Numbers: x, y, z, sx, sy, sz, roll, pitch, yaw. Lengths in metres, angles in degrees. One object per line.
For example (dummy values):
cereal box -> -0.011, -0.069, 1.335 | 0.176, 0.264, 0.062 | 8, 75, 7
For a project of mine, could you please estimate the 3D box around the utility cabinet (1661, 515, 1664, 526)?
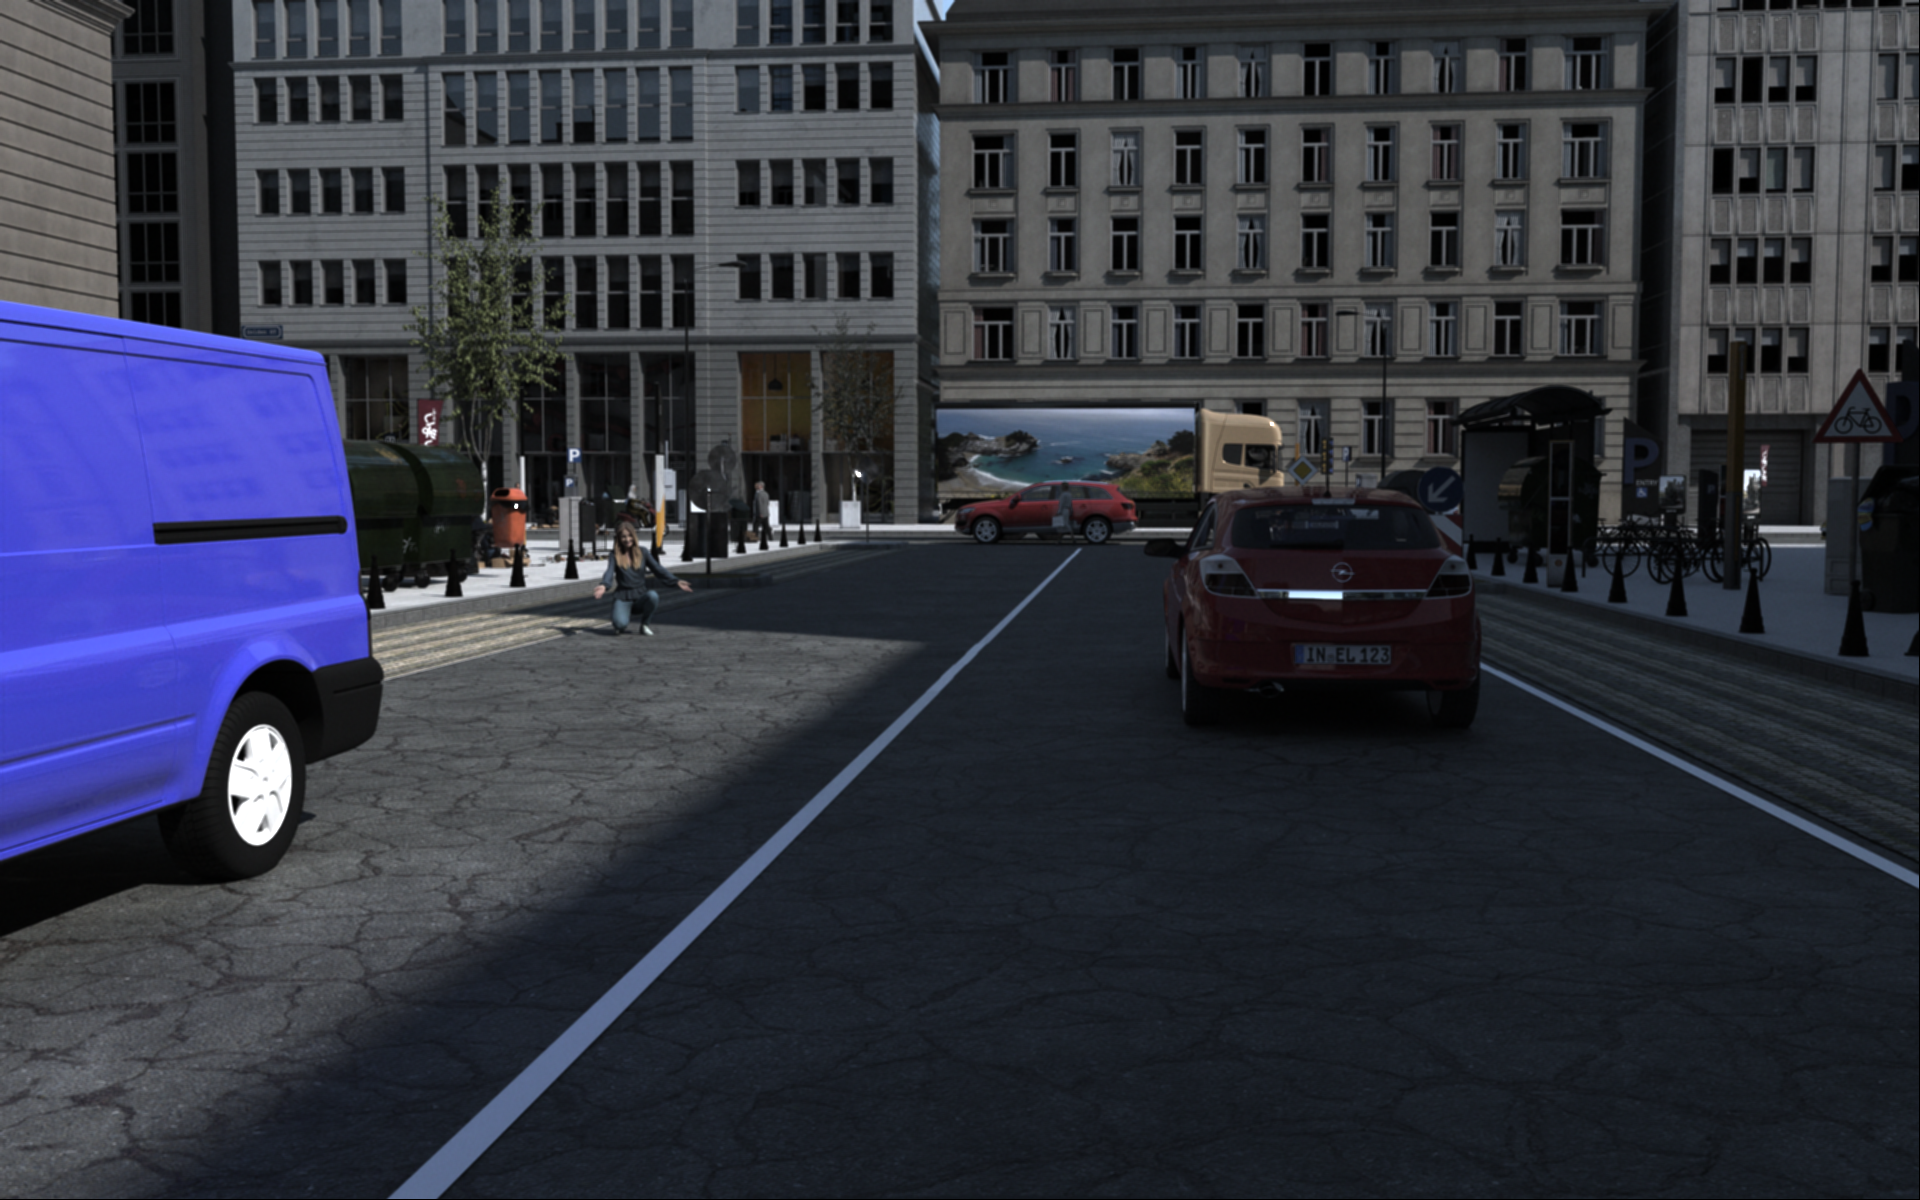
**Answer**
utility cabinet -> 24.896, -3.149, 62.641 | 1.020, 1.237, 0.306 | 0, 4, -1

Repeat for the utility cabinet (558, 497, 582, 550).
utility cabinet -> -9.012, -1.766, 40.041 | 0.306, 1.237, 1.020 | 0, 4, 2

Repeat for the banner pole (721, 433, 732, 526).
banner pole -> -9.506, -4.937, 70.742 | 0.401, 3.779, 0.863 | -3, 5, -40

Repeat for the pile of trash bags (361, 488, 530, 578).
pile of trash bags -> -8.156, -1.075, 27.323 | 3.447, 1.369, 1.912 | 2, 4, 28

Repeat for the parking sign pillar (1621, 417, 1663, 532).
parking sign pillar -> 23.597, -4.368, 59.893 | 1.447, 3.967, 1.447 | 2, 4, 24

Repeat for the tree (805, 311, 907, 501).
tree -> -4.217, -7.278, 69.358 | 4.360, 8.622, 3.978 | 0, 3, 0

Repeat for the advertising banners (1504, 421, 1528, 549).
advertising banners -> 13.091, -2.710, 40.498 | 0.090, 3.025, 2.074 | 3, 5, 41

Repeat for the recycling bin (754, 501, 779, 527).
recycling bin -> -7.502, -3.332, 67.034 | 0.722, 1.027, 0.722 | 2, 4, 28

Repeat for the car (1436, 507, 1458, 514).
car -> 13.688, -2.656, 55.422 | 4.499, 1.417, 2.014 | 0, 4, 7

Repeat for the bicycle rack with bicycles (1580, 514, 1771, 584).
bicycle rack with bicycles -> 10.877, -0.769, 25.949 | 2.925, 0.926, 2.852 | -1, 4, -15

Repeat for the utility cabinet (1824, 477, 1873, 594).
utility cabinet -> 11.515, -0.796, 21.691 | 1.173, 1.500, 0.318 | 3, 5, 43

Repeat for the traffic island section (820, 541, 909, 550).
traffic island section -> -2.452, -1.423, 45.547 | 2.009, 0.180, 2.903 | 0, 4, 6

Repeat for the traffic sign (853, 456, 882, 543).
traffic sign -> -2.428, -2.559, 45.483 | 0.795, 2.450, 0.064 | 0, 4, 6

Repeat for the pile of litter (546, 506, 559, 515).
pile of litter -> -14.953, -3.020, 63.346 | 1.719, 0.858, 1.176 | 1, 4, 16

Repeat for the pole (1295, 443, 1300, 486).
pole -> 13.568, -4.641, 69.727 | 0.158, 3.312, 0.155 | 0, 3, 0

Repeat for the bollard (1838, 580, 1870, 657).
bollard -> 7.102, 0.140, 13.745 | 0.229, 0.601, 0.229 | 0, 3, 0

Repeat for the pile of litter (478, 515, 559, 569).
pile of litter -> -8.088, -1.008, 30.441 | 1.719, 0.858, 1.176 | -2, 4, -29

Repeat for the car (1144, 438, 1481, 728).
car -> 2.387, -0.191, 12.161 | 2.155, 1.783, 4.494 | 0, 4, 5

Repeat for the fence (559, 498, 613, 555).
fence -> -8.103, -1.625, 37.764 | 0.480, 1.192, 2.264 | 1, 4, 9

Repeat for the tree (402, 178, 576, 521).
tree -> -11.310, -5.555, 41.180 | 4.737, 8.622, 4.395 | 0, 3, 0

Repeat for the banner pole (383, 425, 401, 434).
banner pole -> -20.431, -4.441, 62.627 | 0.863, 3.779, 0.401 | 1, 4, 12

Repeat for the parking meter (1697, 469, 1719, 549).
parking meter -> 17.629, -2.147, 40.815 | 0.399, 1.863, 0.255 | -1, 4, -9

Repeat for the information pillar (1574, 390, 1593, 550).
information pillar -> 14.143, -2.937, 39.370 | 0.183, 3.616, 0.504 | -2, 4, -29

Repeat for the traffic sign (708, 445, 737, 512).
traffic sign -> -6.141, -2.728, 44.717 | 0.768, 2.556, 0.104 | 0, 4, 7

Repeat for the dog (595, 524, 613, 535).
dog -> -12.477, -2.455, 60.340 | 0.748, 0.427, 0.550 | 1, 4, 23

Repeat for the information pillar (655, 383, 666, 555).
information pillar -> -6.368, -2.776, 36.747 | 0.183, 3.616, 0.504 | 0, 4, 2

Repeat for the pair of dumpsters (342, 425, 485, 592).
pair of dumpsters -> -7.861, -1.260, 23.099 | 1.574, 2.255, 4.437 | 0, 4, 6

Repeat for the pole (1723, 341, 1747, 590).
pole -> 10.397, -1.797, 23.231 | 0.158, 3.312, 0.155 | 0, 3, 0

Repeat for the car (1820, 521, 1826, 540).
car -> 25.790, -2.279, 47.482 | 3.980, 1.641, 2.015 | 0, 4, 7

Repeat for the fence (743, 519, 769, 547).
fence -> -5.618, -1.601, 41.547 | 2.069, 0.683, 0.278 | -1, 4, -20

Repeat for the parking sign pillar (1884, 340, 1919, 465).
parking sign pillar -> 16.392, -2.519, 29.660 | 1.447, 3.967, 1.447 | 0, 4, -2

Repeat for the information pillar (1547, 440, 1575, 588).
information pillar -> 8.253, -1.181, 23.803 | 0.304, 2.012, 0.304 | 2, 4, 24

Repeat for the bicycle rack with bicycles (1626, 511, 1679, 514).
bicycle rack with bicycles -> 14.273, -1.397, 36.224 | 2.925, 0.926, 2.852 | 3, 5, 41

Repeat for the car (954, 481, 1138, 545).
car -> 2.487, -2.529, 50.014 | 5.304, 1.827, 2.281 | 0, 4, 7

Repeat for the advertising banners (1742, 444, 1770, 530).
advertising banners -> 27.677, -3.943, 60.660 | 2.074, 3.025, 0.090 | -2, 4, -30

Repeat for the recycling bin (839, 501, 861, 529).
recycling bin -> -4.070, -3.142, 63.929 | 0.722, 1.027, 0.722 | -1, 4, -10

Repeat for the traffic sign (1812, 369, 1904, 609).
traffic sign -> 9.328, -1.104, 18.057 | 0.884, 2.594, 0.081 | 1, 4, 10

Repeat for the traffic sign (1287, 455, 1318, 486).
traffic sign -> 8.756, -2.488, 44.327 | 0.795, 2.450, 0.064 | 0, 4, 6

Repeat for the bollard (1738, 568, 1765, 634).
bollard -> 7.329, 0.002, 16.013 | 0.229, 0.601, 0.229 | 0, 3, 0

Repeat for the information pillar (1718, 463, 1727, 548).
information pillar -> 18.332, -2.252, 41.310 | 0.304, 2.012, 0.304 | -1, 4, -16

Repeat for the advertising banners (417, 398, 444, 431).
advertising banners -> -10.282, -2.152, 31.371 | 2.074, 3.025, 0.090 | -3, 5, -44

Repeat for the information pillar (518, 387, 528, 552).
information pillar -> -9.693, -2.873, 38.326 | 0.183, 3.616, 0.504 | -1, 4, -19

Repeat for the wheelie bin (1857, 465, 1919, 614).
wheelie bin -> 10.238, -0.665, 18.789 | 0.980, 1.594, 0.693 | -1, 4, -16

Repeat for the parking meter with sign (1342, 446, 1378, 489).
parking meter with sign -> 14.959, -4.121, 63.644 | 1.738, 3.016, 0.543 | -1, 4, -15

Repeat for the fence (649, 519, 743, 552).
fence -> -5.982, -1.442, 38.957 | 2.069, 0.683, 0.278 | 1, 4, 11

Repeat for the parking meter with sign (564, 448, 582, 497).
parking meter with sign -> -14.608, -4.202, 64.961 | 0.543, 3.016, 1.738 | 0, 4, -1
